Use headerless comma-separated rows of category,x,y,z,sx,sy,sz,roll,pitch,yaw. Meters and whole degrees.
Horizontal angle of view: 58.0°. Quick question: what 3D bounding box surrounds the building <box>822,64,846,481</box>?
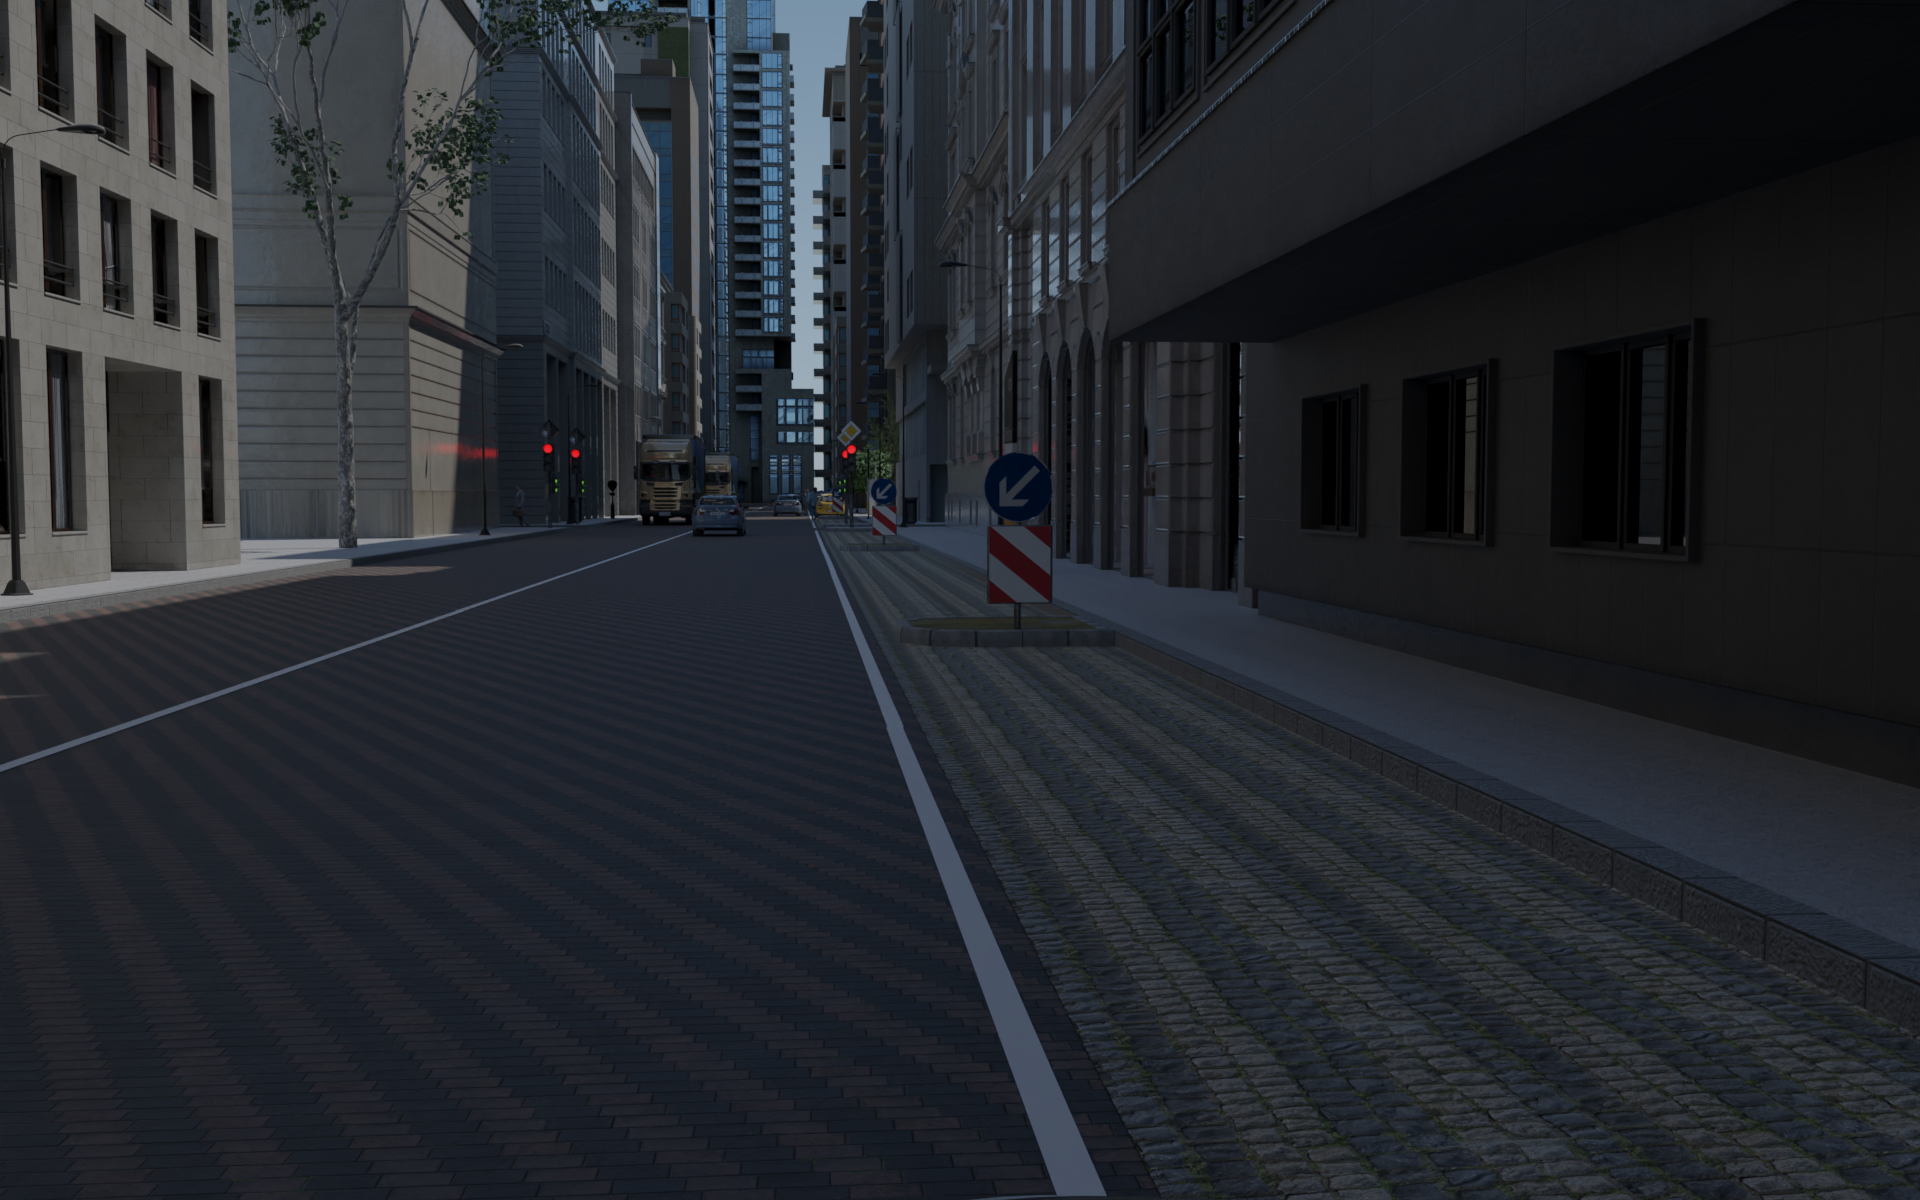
building,-2.186,-38.076,211.776,28.713,52.752,27.495,0,4,-5

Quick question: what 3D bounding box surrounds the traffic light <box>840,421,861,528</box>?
traffic light,-4.169,-4.727,66.201,0.839,4.253,0.868,0,4,-5

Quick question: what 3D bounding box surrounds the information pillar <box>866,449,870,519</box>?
information pillar,-4.736,-5.996,89.392,0.183,3.616,0.504,0,4,-6

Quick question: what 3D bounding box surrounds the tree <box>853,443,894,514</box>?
tree,-5.760,-7.811,111.417,4.285,4.588,4.351,0,3,0

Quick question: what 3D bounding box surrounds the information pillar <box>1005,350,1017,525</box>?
information pillar,0.839,-2.268,28.440,0.183,3.616,0.504,-1,4,-14

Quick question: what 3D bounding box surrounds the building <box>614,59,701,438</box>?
building,-34.787,-32.565,182.553,14.600,45.320,14.200,0,4,-5

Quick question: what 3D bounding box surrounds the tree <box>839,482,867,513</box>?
tree,-6.650,-7.384,115.335,1.663,3.219,1.824,0,3,0

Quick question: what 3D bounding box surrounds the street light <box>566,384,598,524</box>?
street light,-15.944,-6.148,73.053,1.470,5.913,1.316,0,4,-5

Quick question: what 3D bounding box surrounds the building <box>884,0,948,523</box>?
building,9.672,-30.543,88.623,27.495,52.752,28.713,0,4,-5

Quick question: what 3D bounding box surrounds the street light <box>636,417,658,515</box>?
street light,-18.836,-8.050,104.162,1.470,5.913,1.316,0,4,-5

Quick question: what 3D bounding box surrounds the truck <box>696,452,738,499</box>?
truck,-16.682,-7.931,118.587,2.839,4.237,11.283,0,4,-5

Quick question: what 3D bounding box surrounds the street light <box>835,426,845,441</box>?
street light,-7.559,-8.898,118.019,1.470,5.913,1.316,0,4,-5

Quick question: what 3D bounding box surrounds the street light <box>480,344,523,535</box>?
street light,-14.227,-4.964,53.696,1.470,5.913,1.316,0,4,-5

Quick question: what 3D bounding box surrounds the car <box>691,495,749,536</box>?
car,-8.353,-2.949,60.218,2.014,1.417,4.499,0,4,-5

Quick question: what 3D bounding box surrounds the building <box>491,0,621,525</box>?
building,-24.151,-18.883,86.234,11.434,29.767,29.804,0,4,-5

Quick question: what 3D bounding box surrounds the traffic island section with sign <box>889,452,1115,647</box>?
traffic island section with sign,0.377,-0.516,17.058,1.989,1.847,2.006,0,4,-5

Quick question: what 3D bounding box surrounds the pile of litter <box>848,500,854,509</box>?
pile of litter,-9.449,-8.130,146.895,1.176,0.858,1.719,0,4,-6

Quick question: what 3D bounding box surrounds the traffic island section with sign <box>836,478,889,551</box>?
traffic island section with sign,-2.069,-2.157,43.903,1.989,1.847,2.006,0,4,-5

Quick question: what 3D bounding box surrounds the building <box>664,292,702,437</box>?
building,-38.833,-19.344,161.311,27.650,21.520,28.899,0,4,-5

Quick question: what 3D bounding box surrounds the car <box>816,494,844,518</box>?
car,-7.777,-5.717,103.698,2.015,1.641,3.980,0,4,-6

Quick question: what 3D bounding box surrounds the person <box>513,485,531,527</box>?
person,-17.838,-3.766,70.194,0.853,1.813,0.709,-3,5,-42

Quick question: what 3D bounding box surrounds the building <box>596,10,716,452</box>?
building,-44.210,-40.893,210.606,28.212,58.520,21.231,0,4,-5

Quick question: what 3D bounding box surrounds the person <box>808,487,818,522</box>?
person,-7.539,-4.911,89.067,0.793,1.790,0.793,1,4,10

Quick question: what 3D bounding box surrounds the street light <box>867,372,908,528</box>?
street light,-2.702,-5.736,66.322,1.470,5.913,1.316,0,4,-5

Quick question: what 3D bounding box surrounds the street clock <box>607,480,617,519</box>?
street clock,-18.046,-5.221,89.938,0.471,2.002,0.358,-2,4,-30

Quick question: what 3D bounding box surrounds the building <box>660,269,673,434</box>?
building,-28.403,-18.088,131.899,11.583,22.565,21.152,0,4,-5

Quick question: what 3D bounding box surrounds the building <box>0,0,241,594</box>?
building,-17.570,-10.246,22.281,10.420,20.320,16.860,0,4,-5

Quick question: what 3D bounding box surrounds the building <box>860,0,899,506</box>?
building,3.523,-29.404,135.377,22.147,44.769,28.867,0,4,-5

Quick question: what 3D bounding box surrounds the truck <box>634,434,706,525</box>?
truck,-13.849,-5.794,83.648,2.839,4.237,11.283,0,4,-5

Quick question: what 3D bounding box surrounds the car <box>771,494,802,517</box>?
car,-11.102,-6.066,111.182,2.014,1.417,4.499,0,4,-7

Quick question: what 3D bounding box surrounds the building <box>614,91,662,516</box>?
building,-26.146,-17.947,111.448,12.078,24.808,19.932,0,4,-5

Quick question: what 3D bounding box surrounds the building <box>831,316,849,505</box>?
building,0.450,-20.748,184.274,27.650,21.520,28.899,0,4,-5

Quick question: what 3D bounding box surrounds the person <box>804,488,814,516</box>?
person,-9.963,-6.484,114.384,0.748,1.841,0.638,1,4,16

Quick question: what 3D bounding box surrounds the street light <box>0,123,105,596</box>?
street light,-11.422,-3.015,21.830,1.470,5.913,1.316,0,4,-5

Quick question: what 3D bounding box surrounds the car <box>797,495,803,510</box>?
car,-15.457,-9.068,160.843,1.945,1.354,3.894,0,4,-5

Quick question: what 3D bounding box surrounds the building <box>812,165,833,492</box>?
building,-5.490,-38.252,245.035,30.456,49.044,23.786,0,4,-5

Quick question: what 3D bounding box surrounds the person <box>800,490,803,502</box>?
person,-15.541,-9.842,169.506,0.705,1.814,1.350,1,4,17

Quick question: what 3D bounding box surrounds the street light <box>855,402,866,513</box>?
street light,-4.566,-7.009,87.143,1.470,5.913,1.316,0,4,-5

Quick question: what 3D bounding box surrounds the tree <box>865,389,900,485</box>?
tree,-4.296,-10.292,118.635,4.737,8.622,4.395,0,3,0

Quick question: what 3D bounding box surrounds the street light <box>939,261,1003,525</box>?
street light,0.276,-3.803,34.719,1.470,5.913,1.316,0,4,-5

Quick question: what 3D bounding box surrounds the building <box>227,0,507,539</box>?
building,-30.696,-13.591,55.497,30.059,22.955,16.112,0,4,-5

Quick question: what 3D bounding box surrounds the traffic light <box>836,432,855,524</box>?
traffic light,-4.898,-5.213,74.153,0.839,4.253,0.868,0,4,-5

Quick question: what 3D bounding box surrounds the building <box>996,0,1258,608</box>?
building,8.063,-11.557,30.755,13.314,21.916,24.055,0,4,-5

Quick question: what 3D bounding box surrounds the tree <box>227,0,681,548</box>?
tree,-13.221,-11.268,40.121,12.611,20.169,13.585,0,3,0

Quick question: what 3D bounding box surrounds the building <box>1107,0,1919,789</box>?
building,9.555,-13.012,6.250,14.314,27.812,24.014,0,4,-5

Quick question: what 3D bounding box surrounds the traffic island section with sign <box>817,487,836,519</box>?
traffic island section with sign,-7.099,-5.513,98.768,1.989,1.847,2.006,0,4,-5

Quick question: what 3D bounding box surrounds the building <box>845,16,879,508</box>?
building,-3.520,-31.283,161.586,14.600,45.320,14.200,0,4,-5

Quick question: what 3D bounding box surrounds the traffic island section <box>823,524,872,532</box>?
traffic island section,-4.128,-2.693,66.319,2.009,0.180,2.903,0,4,-5

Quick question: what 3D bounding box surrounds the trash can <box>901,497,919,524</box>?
trash can,-2.136,-3.808,73.914,0.748,1.137,0.748,0,3,0

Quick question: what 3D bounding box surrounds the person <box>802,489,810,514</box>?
person,-10.778,-6.891,121.444,0.520,1.790,0.573,-2,4,-31

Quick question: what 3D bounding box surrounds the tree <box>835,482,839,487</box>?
tree,-9.957,-9.691,153.053,1.663,3.219,1.824,0,3,0

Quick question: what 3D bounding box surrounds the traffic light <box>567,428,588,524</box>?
traffic light,-16.161,-5.149,73.108,0.839,4.253,0.868,0,4,-5

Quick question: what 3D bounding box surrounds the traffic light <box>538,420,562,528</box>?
traffic light,-15.432,-4.663,65.156,0.839,4.253,0.868,0,4,-5

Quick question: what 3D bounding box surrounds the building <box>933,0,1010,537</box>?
building,6.625,-16.363,54.925,14.401,28.519,23.554,0,4,-5

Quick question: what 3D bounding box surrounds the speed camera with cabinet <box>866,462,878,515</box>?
speed camera with cabinet,-5.428,-6.861,106.512,0.660,3.252,2.038,0,4,-6

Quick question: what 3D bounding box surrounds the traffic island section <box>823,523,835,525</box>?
traffic island section,-4.857,-3.180,74.271,2.009,0.180,2.903,0,4,-5

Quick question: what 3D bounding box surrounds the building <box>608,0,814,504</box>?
building,-36.028,-56.717,239.988,31.000,86.520,22.319,0,4,-5

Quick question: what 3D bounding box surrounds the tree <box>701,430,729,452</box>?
tree,-28.345,-15.230,199.371,4.360,8.622,3.978,0,3,0

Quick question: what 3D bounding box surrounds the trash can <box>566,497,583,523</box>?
trash can,-16.971,-3.954,76.298,0.748,1.137,0.748,0,3,0
